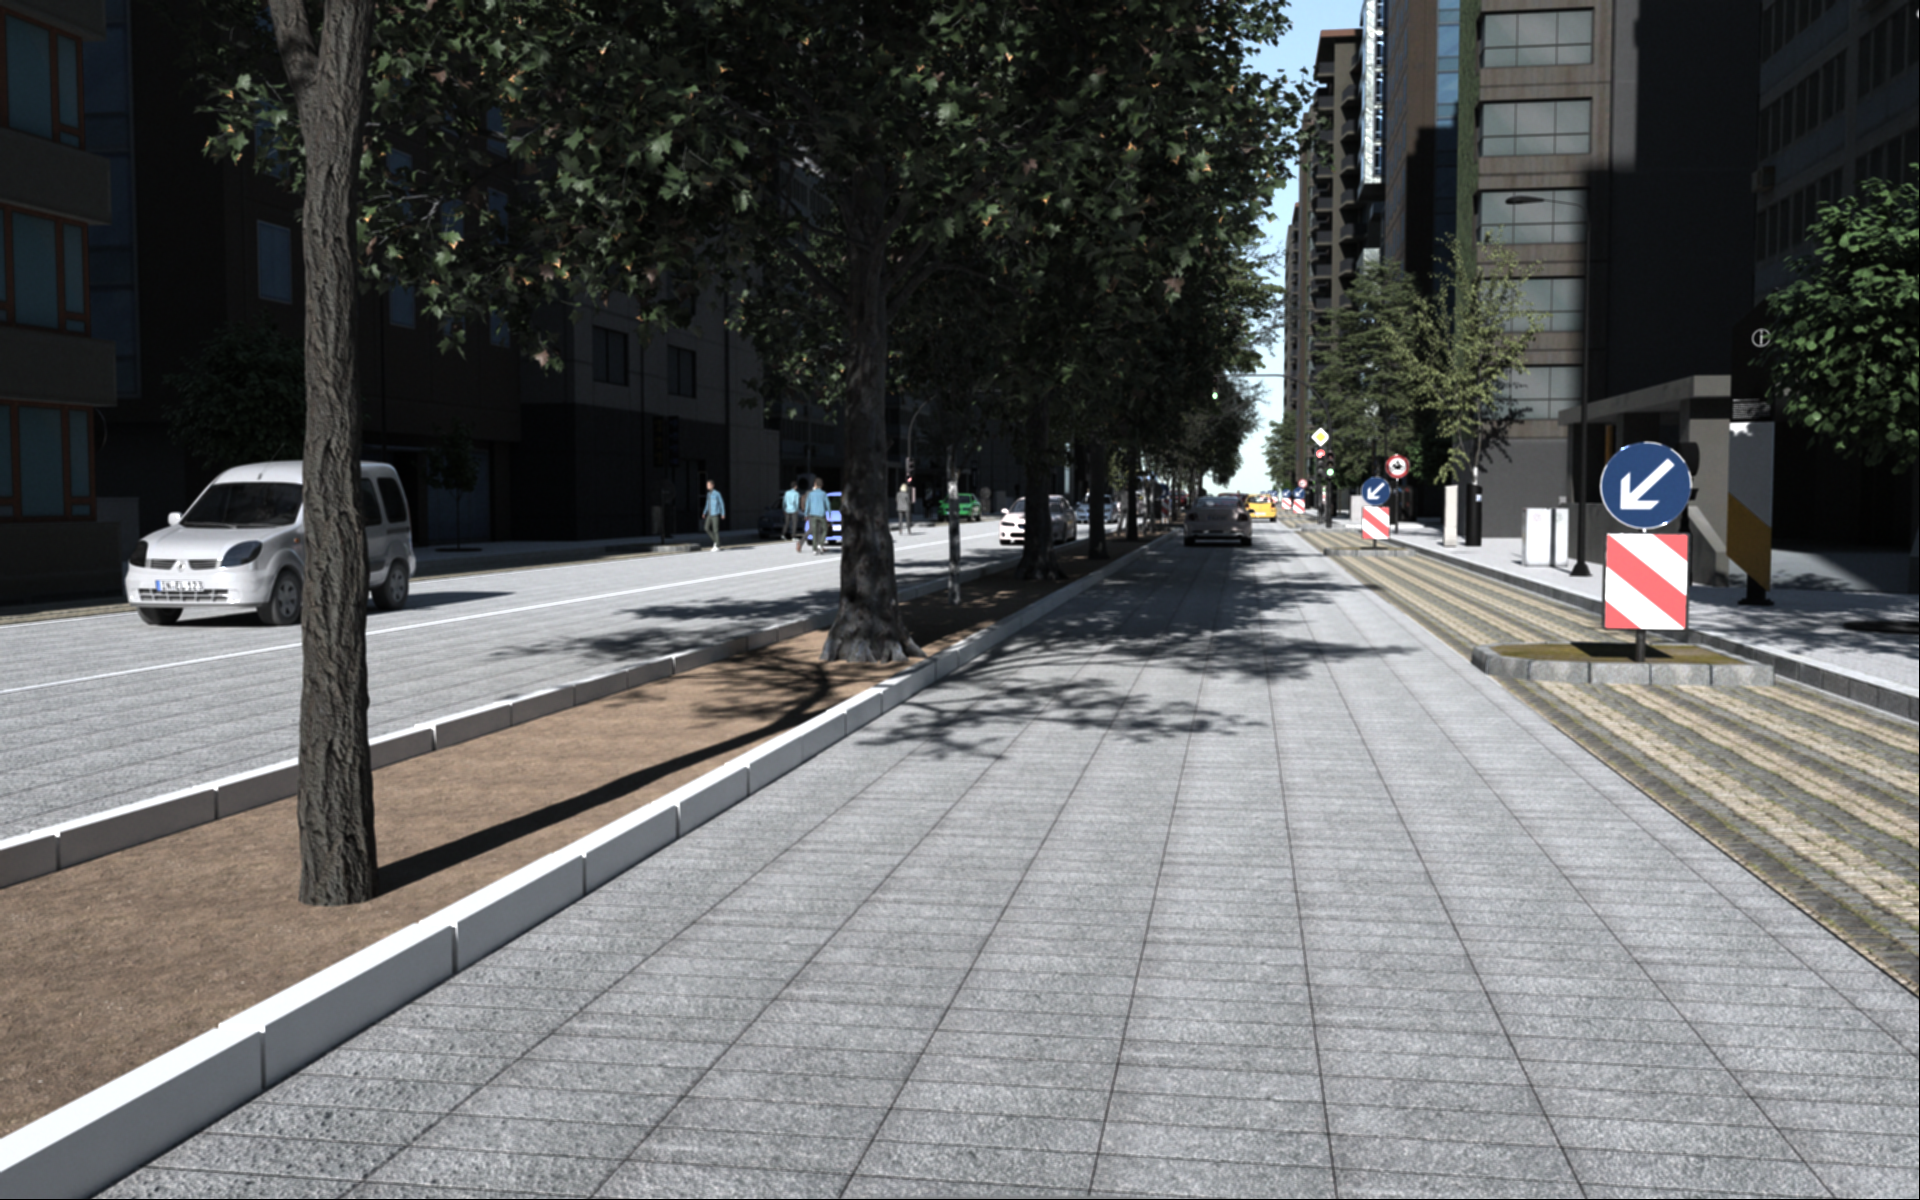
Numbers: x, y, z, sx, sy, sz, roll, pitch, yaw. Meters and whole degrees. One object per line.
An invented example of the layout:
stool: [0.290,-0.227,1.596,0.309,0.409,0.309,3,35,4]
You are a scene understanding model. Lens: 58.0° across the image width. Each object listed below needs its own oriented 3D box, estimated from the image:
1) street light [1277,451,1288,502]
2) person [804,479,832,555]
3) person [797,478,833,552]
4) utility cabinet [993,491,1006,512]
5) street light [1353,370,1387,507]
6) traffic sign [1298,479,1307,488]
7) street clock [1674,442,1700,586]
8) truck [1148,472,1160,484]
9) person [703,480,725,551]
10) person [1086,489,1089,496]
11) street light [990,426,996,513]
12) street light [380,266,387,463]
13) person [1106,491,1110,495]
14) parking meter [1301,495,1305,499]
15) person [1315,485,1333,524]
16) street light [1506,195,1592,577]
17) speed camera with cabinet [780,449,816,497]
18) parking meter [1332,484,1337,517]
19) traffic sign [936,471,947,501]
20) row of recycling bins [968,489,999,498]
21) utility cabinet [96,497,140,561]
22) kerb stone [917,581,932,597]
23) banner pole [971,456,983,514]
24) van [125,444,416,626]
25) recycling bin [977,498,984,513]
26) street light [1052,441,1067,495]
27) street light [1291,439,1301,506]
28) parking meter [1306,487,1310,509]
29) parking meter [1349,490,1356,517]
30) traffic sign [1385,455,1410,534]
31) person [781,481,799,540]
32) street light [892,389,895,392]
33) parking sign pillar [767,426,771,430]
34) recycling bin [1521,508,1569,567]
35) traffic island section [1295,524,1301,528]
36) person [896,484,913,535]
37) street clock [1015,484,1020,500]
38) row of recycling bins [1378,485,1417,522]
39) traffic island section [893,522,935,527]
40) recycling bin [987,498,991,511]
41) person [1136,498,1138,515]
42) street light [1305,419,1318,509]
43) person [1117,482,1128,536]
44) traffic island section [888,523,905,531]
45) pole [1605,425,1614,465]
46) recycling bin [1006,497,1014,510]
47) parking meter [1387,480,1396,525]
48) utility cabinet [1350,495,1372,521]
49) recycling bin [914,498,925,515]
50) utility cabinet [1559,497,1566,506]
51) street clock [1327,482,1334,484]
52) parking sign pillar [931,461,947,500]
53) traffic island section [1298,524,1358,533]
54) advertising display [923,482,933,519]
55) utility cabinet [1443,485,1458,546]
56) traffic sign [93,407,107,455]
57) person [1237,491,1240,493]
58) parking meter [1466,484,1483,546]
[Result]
street light: [34.898,-12.978,184.732,1.470,5.913,1.316,1,4,9]
person: [-3.350,-1.961,40.902,0.601,1.785,0.444,1,4,13]
person: [-3.575,-2.082,42.499,0.822,1.834,0.622,2,4,27]
utility cabinet: [2.793,-6.971,122.657,0.318,1.500,1.173,3,4,37]
street light: [15.440,-5.661,65.103,1.470,5.913,1.316,1,4,9]
traffic sign: [28.682,-8.859,144.957,0.768,2.556,0.104,1,4,17]
street clock: [10.150,-1.203,24.247,0.358,2.002,0.471,0,4,8]
truck: [23.088,-13.460,209.829,2.967,4.110,18.799,1,4,9]
person: [-6.181,-2.125,43.591,0.444,1.785,0.601,-3,5,-41]
person: [8.453,-6.395,113.291,0.478,1.798,0.641,1,4,23]
street light: [2.660,-8.713,115.004,1.470,5.913,1.316,1,4,9]
street light: [-10.626,-3.724,33.428,1.470,5.913,1.316,1,4,9]
person: [16.079,-10.945,188.129,1.217,1.739,0.721,0,4,-5]
parking meter: [27.711,-8.048,139.998,0.372,1.533,0.369,0,3,0]
person: [16.079,-4.153,76.528,0.709,1.813,0.853,-1,4,-17]
street light: [9.188,-3.333,27.037,1.470,5.913,1.316,1,4,9]
speed camera with cabinet: [-7.408,-5.057,77.018,2.038,3.252,0.660,2,4,28]
parking meter: [21.060,-5.622,97.636,0.255,1.863,0.399,-1,4,-15]
traffic sign: [-0.949,-5.779,94.597,0.768,2.556,0.104,1,4,17]
row of recycling bins: [1.623,-7.909,136.424,3.534,1.692,1.069,-3,4,-36]
utility cabinet: [-16.166,-1.335,32.986,0.306,1.237,1.020,2,4,28]
kerb stone: [-0.570,-0.124,24.252,0.120,0.150,1.000,1,4,9]
banner pole: [1.099,-7.589,114.098,0.863,3.779,0.401,1,4,23]
van: [-7.929,-0.805,20.169,2.013,2.044,4.112,0,4,8]
recycling bin: [1.146,-6.476,118.434,0.722,1.027,0.722,-3,5,-44]
street light: [8.659,-10.969,151.876,1.470,5.913,1.316,1,4,9]
street light: [28.772,-10.659,146.819,1.470,5.913,1.316,1,4,9]
parking meter: [29.276,-8.561,145.682,0.255,1.863,0.399,2,4,34]
parking meter: [21.640,-5.326,95.493,0.372,1.533,0.369,0,3,0]
traffic sign: [14.120,-3.415,55.947,0.768,2.556,0.104,1,4,13]
person: [-5.216,-2.730,53.161,0.660,1.820,0.620,2,4,28]
street light: [-3.564,-6.372,76.724,1.470,5.913,1.316,1,4,9]
parking sign pillar: [-7.841,-4.892,68.451,1.447,3.967,1.447,1,4,12]
recycling bin: [10.421,-1.119,30.857,0.722,1.027,0.722,1,4,12]
traffic island section: [15.264,-3.128,73.425,2.009,0.180,2.903,1,4,9]
person: [-1.971,-3.172,60.542,0.537,1.800,0.526,2,4,32]
street clock: [4.198,-7.468,126.678,0.358,2.002,0.471,2,4,30]
row of recycling bins: [20.260,-4.479,80.351,1.069,1.692,3.534,2,4,34]
traffic island section: [-2.245,-3.303,76.284,2.009,0.180,2.903,1,4,9]
recycling bin: [2.205,-6.822,124.094,0.722,1.027,0.722,2,4,30]
person: [10.533,-5.580,104.754,0.505,1.210,0.382,3,5,44]
street light: [22.352,-8.274,107.816,1.470,5.913,1.316,1,4,9]
person: [5.661,-3.113,59.207,0.655,1.846,0.447,2,4,30]
traffic island section: [-3.534,-2.821,68.403,2.009,0.180,2.903,1,4,9]
pole: [16.865,-3.132,45.051,0.158,3.312,0.155,0,3,0]
recycling bin: [3.930,-7.858,141.026,0.722,1.027,0.722,3,5,44]
parking meter: [18.175,-4.111,72.924,0.399,1.863,0.255,-3,5,-40]
utility cabinet: [19.214,-4.391,82.948,1.020,1.237,0.306,0,4,2]
recycling bin: [-2.488,-5.883,108.737,0.722,1.027,0.722,1,4,9]
utility cabinet: [15.296,-1.937,42.824,1.020,1.237,0.306,-2,4,-25]
street clock: [21.535,-5.878,100.668,0.471,2.002,0.358,-3,5,-41]
parking sign pillar: [-1.479,-9.487,143.583,1.447,3.967,1.447,2,4,31]
traffic island section: [13.975,-2.646,65.545,2.009,0.180,2.903,1,4,9]
advertising display: [-1.690,-5.259,91.205,0.123,1.923,0.974,2,4,27]
utility cabinet: [12.039,-2.073,42.567,0.318,1.500,1.173,1,4,14]
traffic sign: [-12.403,-1.493,24.522,0.768,2.556,0.104,1,4,18]
person: [31.288,-11.402,194.864,0.705,1.831,1.348,0,4,4]
parking meter: [12.652,-2.093,42.638,0.372,1.533,0.369,0,3,0]
